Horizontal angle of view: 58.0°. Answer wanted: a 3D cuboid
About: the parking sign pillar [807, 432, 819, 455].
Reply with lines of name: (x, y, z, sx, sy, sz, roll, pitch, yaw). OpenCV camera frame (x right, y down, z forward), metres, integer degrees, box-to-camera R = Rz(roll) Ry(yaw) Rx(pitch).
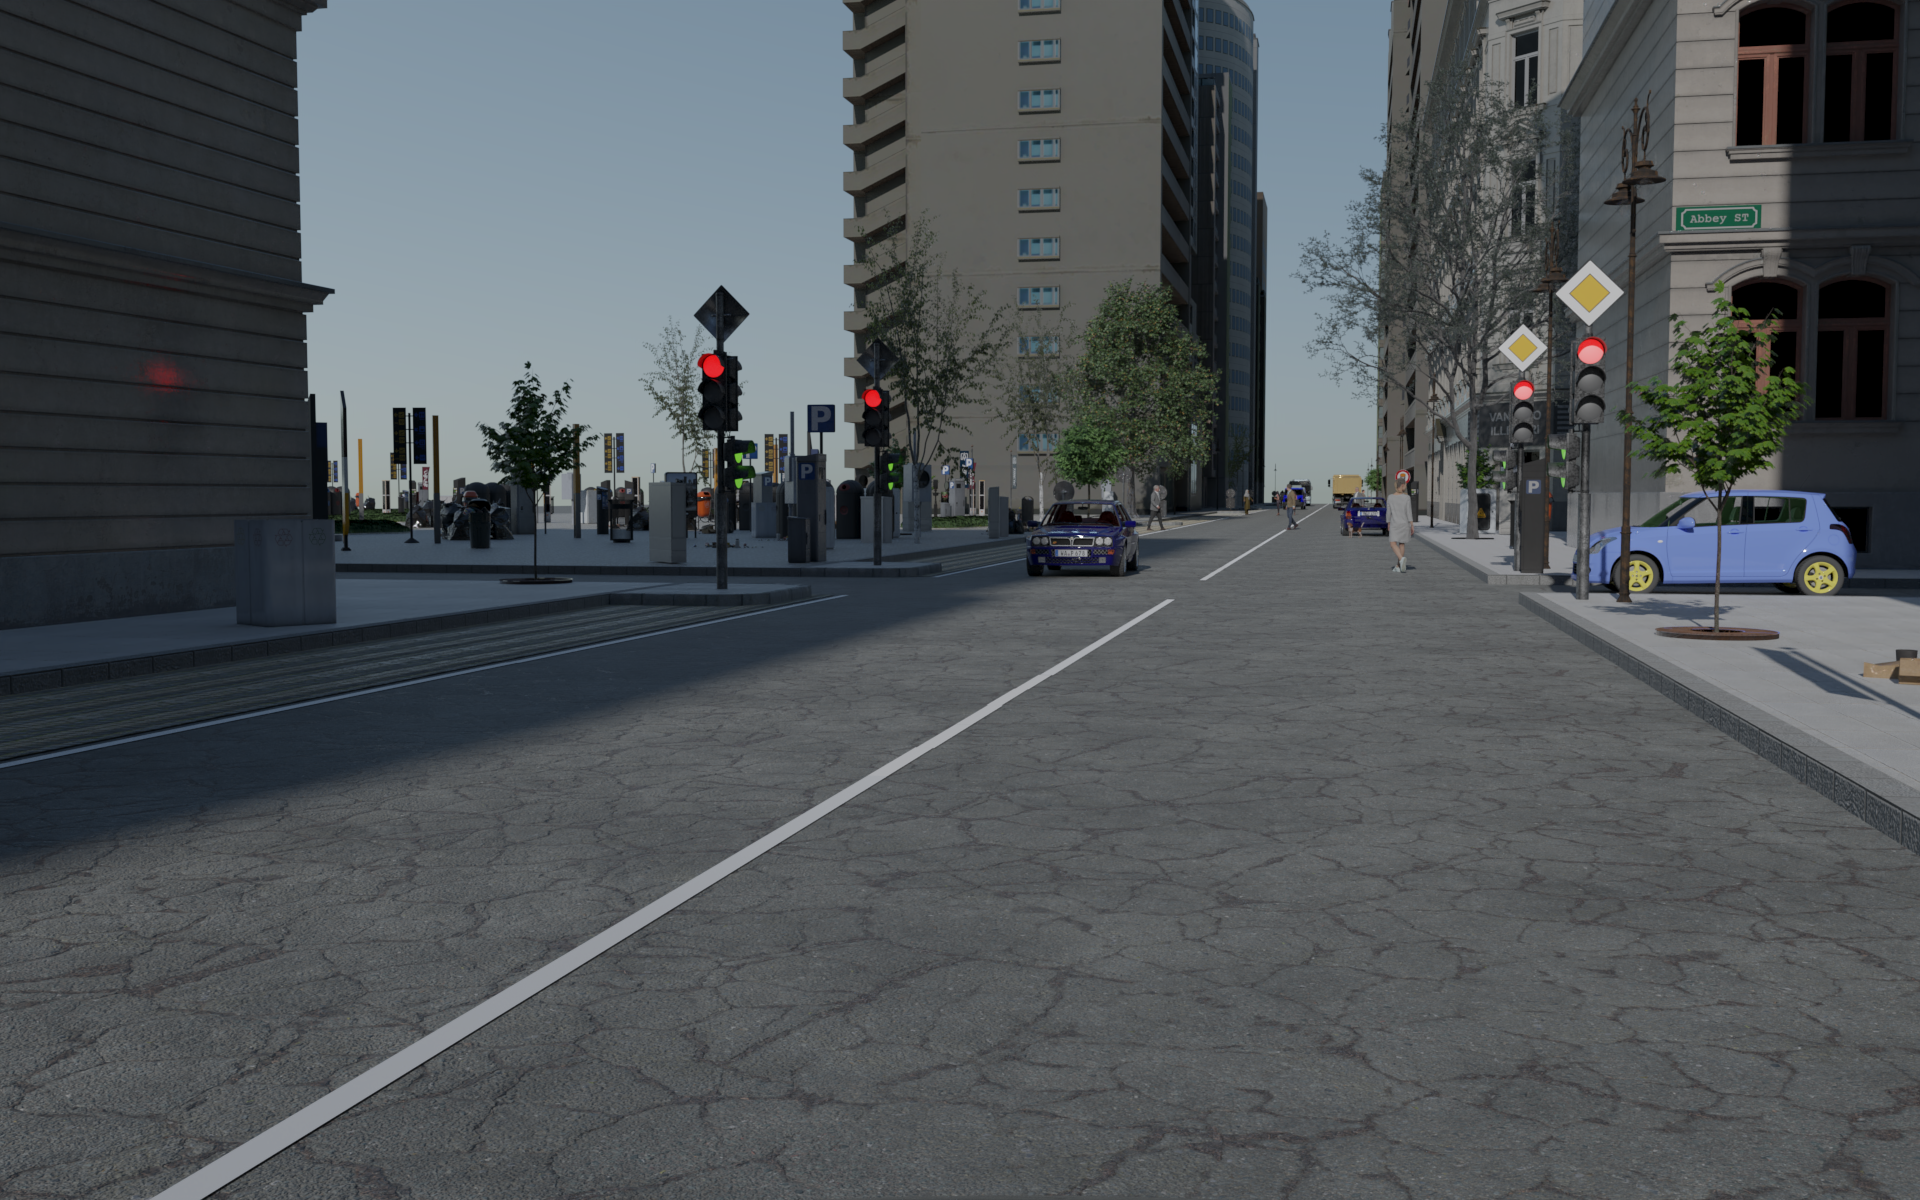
parking sign pillar: (-6.352, -5.288, 74.930, 1.447, 3.967, 1.447, 0, 4, 0)

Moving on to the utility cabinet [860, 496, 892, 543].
utility cabinet: (-2.202, -2.113, 45.704, 0.306, 1.237, 1.020, -3, 5, -40)

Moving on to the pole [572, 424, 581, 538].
pole: (-11.129, -3.452, 50.287, 0.158, 3.312, 0.155, 0, 3, 0)

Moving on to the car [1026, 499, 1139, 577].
car: (2.256, -1.148, 31.346, 1.945, 1.354, 3.894, 1, 4, 11)

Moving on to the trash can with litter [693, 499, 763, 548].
trash can with litter: (-5.634, -1.898, 42.086, 1.678, 1.210, 2.233, 0, 4, -7)

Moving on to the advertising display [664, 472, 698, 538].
advertising display: (-8.113, -2.763, 50.387, 0.974, 1.923, 0.123, -2, 4, -27)

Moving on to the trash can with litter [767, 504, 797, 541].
trash can with litter: (-4.379, -2.221, 47.369, 1.678, 1.210, 2.233, -3, 4, -37)

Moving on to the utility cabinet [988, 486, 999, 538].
utility cabinet: (0.965, -2.553, 50.417, 0.318, 1.500, 1.173, 0, 4, -1)

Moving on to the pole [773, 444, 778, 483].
pole: (-7.579, -4.730, 71.175, 0.158, 3.312, 0.155, 0, 3, 0)

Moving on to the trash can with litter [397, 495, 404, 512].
trash can with litter: (-29.306, -4.822, 89.905, 1.678, 1.210, 2.233, 1, 4, 11)

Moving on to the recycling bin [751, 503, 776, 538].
recycling bin: (-5.736, -2.356, 51.079, 0.722, 1.027, 0.722, -1, 4, -17)

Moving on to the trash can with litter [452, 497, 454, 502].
trash can with litter: (-26.196, -4.941, 91.840, 1.678, 1.210, 2.233, -1, 4, -13)

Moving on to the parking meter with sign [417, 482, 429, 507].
parking meter with sign: (-35.060, -7.143, 113.041, 1.738, 3.016, 0.543, -2, 4, -23)

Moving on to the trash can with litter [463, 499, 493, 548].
trash can with litter: (-11.412, -1.814, 41.043, 0.624, 1.170, 1.055, -1, 4, -11)

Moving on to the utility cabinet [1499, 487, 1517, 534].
utility cabinet: (17.409, -2.778, 54.093, 0.318, 1.500, 1.173, -2, 4, -34)

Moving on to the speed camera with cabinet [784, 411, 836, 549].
speed camera with cabinet: (-3.566, -2.852, 40.973, 0.660, 3.252, 2.038, -2, 4, -24)

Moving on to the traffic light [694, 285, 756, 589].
traffic light: (-3.202, -2.104, 23.314, 0.839, 4.253, 0.868, 1, 4, 12)

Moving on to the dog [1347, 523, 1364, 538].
dog: (12.911, -2.281, 56.582, 0.406, 0.507, 0.540, 2, 4, 34)

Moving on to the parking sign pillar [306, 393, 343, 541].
parking sign pillar: (-17.600, -3.587, 47.114, 1.447, 3.967, 1.447, -2, 4, -35)

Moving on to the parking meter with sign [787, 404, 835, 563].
parking meter with sign: (-2.848, -2.241, 32.904, 0.543, 3.016, 1.738, 1, 4, 11)

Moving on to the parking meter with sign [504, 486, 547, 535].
parking meter with sign: (-13.899, -3.592, 54.991, 0.543, 3.016, 1.738, 3, 5, 44)

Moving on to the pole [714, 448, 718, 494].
pole: (-10.756, -5.054, 76.482, 0.158, 3.312, 0.155, 0, 3, 0)

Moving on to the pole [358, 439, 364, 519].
pole: (-22.101, -4.284, 63.889, 0.158, 3.312, 0.155, 0, 3, 0)

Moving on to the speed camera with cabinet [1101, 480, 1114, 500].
speed camera with cabinet: (8.924, -6.757, 104.811, 0.660, 3.252, 2.038, 0, 4, -1)

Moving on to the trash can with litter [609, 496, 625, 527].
trash can with litter: (-13.688, -3.467, 67.737, 1.678, 1.210, 2.233, 0, 4, 5)

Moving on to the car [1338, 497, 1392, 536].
car: (14.175, -2.924, 60.392, 1.945, 1.354, 3.894, 1, 4, 11)

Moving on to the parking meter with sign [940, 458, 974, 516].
parking meter with sign: (-0.161, -5.371, 84.070, 1.738, 3.016, 0.543, -3, 5, -40)

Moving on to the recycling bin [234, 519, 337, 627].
recycling bin: (-6.668, -0.279, 17.122, 0.722, 1.027, 0.722, 3, 5, 43)

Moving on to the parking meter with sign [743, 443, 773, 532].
parking meter with sign: (-6.674, -3.807, 58.507, 0.543, 3.016, 1.738, -3, 4, -36)

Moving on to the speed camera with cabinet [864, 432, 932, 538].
speed camera with cabinet: (-1.853, -3.474, 51.135, 2.038, 3.252, 0.660, -2, 4, -30)

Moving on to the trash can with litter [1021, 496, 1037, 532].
trash can with litter: (1.945, -2.932, 58.993, 2.233, 1.210, 1.678, -3, 5, -41)

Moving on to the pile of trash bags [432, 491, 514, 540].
pile of trash bags: (-13.925, -2.441, 49.660, 1.912, 1.369, 3.447, -1, 4, -21)

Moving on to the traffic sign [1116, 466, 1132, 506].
traffic sign: (7.505, -4.852, 79.442, 0.768, 2.556, 0.104, 1, 4, 19)

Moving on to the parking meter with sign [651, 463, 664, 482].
parking meter with sign: (-16.698, -6.268, 98.744, 1.738, 3.016, 0.543, -2, 4, -33)

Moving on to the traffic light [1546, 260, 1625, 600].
traffic light: (7.551, -1.959, 20.950, 0.839, 4.253, 0.868, 1, 4, 12)

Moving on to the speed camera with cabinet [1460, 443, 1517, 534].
speed camera with cabinet: (17.066, -3.732, 55.346, 2.038, 3.252, 0.660, -1, 4, -9)

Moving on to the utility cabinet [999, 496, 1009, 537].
utility cabinet: (1.189, -2.513, 52.245, 0.306, 1.237, 1.020, -1, 4, -16)

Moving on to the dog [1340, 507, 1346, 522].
dog: (19.689, -4.421, 89.113, 0.800, 0.831, 0.513, 0, 4, -5)

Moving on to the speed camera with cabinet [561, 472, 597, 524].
speed camera with cabinet: (-16.284, -4.899, 74.439, 0.660, 3.252, 2.038, 2, 4, 24)

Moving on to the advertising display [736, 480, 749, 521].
advertising display: (-10.367, -4.680, 81.727, 0.974, 1.923, 0.123, -3, 5, -44)

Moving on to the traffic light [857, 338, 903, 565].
traffic light: (-1.470, -2.580, 31.110, 0.839, 4.253, 0.868, 1, 4, 12)

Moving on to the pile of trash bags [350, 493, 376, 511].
pile of trash bags: (-39.369, -6.357, 113.689, 1.912, 1.369, 3.447, -1, 4, -17)

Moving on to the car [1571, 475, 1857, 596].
car: (10.679, -0.923, 24.682, 3.694, 1.707, 1.945, 1, 4, 12)

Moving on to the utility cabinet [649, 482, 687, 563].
utility cabinet: (-5.441, -1.443, 32.268, 0.318, 1.500, 1.173, -2, 4, -30)

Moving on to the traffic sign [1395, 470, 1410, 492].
traffic sign: (23.080, -5.517, 90.306, 0.768, 2.556, 0.104, 1, 4, 22)

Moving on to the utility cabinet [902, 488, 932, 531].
utility cabinet: (-1.450, -3.078, 59.007, 0.318, 1.500, 1.173, 3, 5, 41)

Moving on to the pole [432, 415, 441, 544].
pole: (-13.562, -3.120, 44.853, 0.158, 3.312, 0.155, 0, 3, 0)

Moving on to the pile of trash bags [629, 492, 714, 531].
pile of trash bags: (-10.123, -3.175, 61.659, 1.912, 1.369, 3.447, 2, 4, 35)

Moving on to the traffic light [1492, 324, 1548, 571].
traffic light: (9.283, -2.436, 28.745, 0.839, 4.253, 0.868, 1, 4, 12)

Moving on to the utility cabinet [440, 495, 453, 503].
utility cabinet: (-22.690, -4.007, 76.676, 1.020, 1.237, 0.306, 2, 4, 29)

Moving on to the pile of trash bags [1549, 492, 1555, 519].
pile of trash bags: (17.911, -2.430, 49.478, 1.912, 1.369, 3.447, -3, 5, -42)
